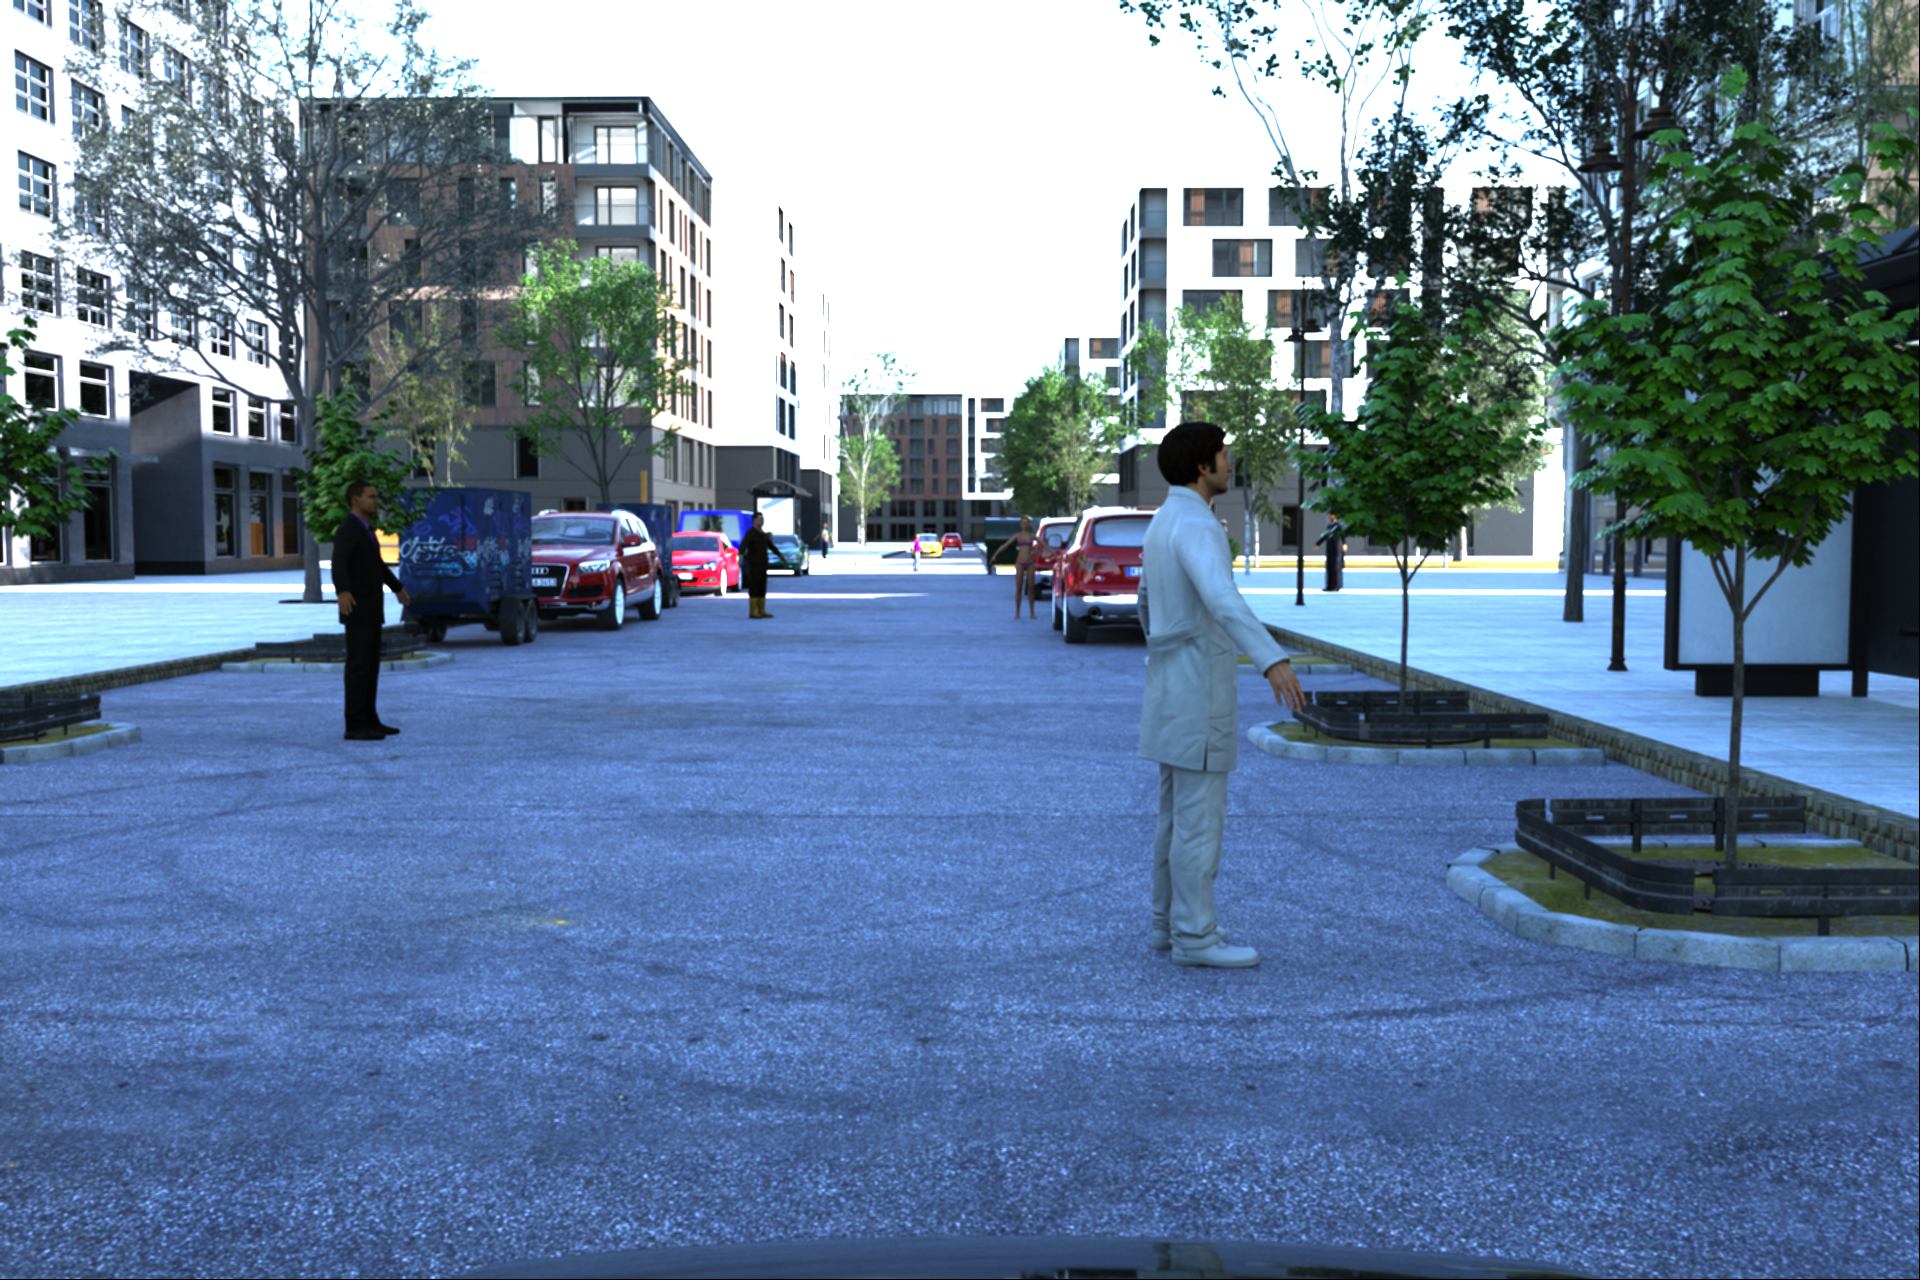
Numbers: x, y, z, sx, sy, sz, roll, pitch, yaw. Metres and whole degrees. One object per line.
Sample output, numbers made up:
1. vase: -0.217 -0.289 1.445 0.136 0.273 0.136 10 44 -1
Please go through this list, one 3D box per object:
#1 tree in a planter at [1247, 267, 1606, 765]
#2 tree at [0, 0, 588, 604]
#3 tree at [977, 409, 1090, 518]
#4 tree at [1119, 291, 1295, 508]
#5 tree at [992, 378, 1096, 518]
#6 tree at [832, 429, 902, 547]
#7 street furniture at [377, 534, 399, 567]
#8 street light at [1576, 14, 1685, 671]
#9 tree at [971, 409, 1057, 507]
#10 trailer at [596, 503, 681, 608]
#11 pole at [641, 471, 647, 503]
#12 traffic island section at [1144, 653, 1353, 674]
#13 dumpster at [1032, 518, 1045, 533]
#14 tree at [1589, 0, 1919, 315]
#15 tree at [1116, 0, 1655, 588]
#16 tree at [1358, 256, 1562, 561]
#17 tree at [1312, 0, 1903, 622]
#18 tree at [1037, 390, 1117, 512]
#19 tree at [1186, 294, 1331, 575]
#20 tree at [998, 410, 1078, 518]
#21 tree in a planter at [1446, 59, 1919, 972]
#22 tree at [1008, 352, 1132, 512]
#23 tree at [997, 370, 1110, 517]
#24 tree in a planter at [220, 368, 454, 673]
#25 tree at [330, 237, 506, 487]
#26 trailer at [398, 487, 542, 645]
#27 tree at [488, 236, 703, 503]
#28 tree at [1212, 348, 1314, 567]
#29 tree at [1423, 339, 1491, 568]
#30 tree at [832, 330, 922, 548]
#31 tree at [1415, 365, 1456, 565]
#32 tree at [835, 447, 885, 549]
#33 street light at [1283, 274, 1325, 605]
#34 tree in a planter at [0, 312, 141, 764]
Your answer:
1. tree in a planter: 3.004 -0.881 11.634 1.991 3.239 1.994 0 4 -1
2. tree: -12.027 -7.441 32.035 12.009 13.543 11.850 0 3 0
3. tree: 6.272 -14.554 148.322 12.009 13.543 11.850 0 3 0
4. tree: 10.747 -9.168 75.655 9.928 11.665 9.643 0 3 0
5. tree: 5.994 -12.538 123.119 7.486 12.596 7.792 0 3 0
6. tree: -9.250 -14.918 169.672 9.928 11.665 9.643 0 3 0
7. street furniture: -21.069 -3.986 72.024 9.812 1.723 11.010 -2 4 -24
8. street light: 6.185 -2.650 16.115 0.468 5.910 1.993 0 4 1
9. tree: 6.178 -15.483 163.517 12.009 13.543 11.850 0 3 0
10. trailer: -6.280 -1.585 32.969 1.471 1.999 3.904 0 4 0
11. pole: -10.148 -3.782 55.676 0.158 3.312 0.155 0 3 0
12. traffic island section: 3.023 0.255 18.690 1.991 0.108 1.994 0 3 0
13. dumpster: 2.789 -2.253 45.048 1.865 1.857 1.264 0 4 -1
14. tree: 8.891 -4.068 16.868 4.360 8.622 3.978 0 3 0
15. tree: 10.231 -11.262 40.023 12.611 20.169 13.585 0 3 0
16. tree: 23.591 -10.679 81.259 9.857 13.997 8.962 0 3 0
17. tree: 8.785 -5.528 24.796 8.767 10.594 7.601 2 4 33
18. tree: 5.677 -8.527 89.775 4.360 8.622 3.978 0 3 0
19. tree: 9.202 -6.324 53.755 4.737 8.622 4.395 0 3 0
20. tree: 6.749 -13.333 136.115 7.486 12.596 7.792 0 3 0
21. tree in a planter: 2.973 -0.572 6.571 1.991 3.239 1.994 0 4 -1
22. tree: 6.326 -10.650 99.890 9.928 11.665 9.643 0 3 0
23. tree: 5.987 -11.290 110.343 9.928 11.665 9.643 0 3 0
24. tree in a planter: -6.661 -1.321 18.819 1.991 3.239 1.994 0 4 1
25. tree: -12.766 -5.672 43.092 4.360 8.622 3.978 0 3 0
26. trailer: -6.360 -0.905 21.844 1.471 1.999 3.904 0 4 0
27. tree: -12.626 -8.278 61.093 9.928 11.665 9.643 0 3 0
28. tree: 11.476 -7.190 67.915 4.360 8.622 3.978 0 3 0
29. tree: 18.332 -7.024 65.207 4.360 8.622 3.978 0 3 0
30. tree: -10.216 -18.522 158.721 12.611 20.169 13.585 0 3 0
31. tree: 19.176 -7.438 71.980 4.360 8.622 3.978 0 3 0
32. tree: -8.861 -12.038 147.189 4.360 8.622 3.978 0 3 0
33. street light: 6.132 -3.564 31.062 0.468 5.910 1.993 0 3 0
34. tree in a planter: -6.702 -0.873 11.490 1.991 3.239 1.994 0 4 0
